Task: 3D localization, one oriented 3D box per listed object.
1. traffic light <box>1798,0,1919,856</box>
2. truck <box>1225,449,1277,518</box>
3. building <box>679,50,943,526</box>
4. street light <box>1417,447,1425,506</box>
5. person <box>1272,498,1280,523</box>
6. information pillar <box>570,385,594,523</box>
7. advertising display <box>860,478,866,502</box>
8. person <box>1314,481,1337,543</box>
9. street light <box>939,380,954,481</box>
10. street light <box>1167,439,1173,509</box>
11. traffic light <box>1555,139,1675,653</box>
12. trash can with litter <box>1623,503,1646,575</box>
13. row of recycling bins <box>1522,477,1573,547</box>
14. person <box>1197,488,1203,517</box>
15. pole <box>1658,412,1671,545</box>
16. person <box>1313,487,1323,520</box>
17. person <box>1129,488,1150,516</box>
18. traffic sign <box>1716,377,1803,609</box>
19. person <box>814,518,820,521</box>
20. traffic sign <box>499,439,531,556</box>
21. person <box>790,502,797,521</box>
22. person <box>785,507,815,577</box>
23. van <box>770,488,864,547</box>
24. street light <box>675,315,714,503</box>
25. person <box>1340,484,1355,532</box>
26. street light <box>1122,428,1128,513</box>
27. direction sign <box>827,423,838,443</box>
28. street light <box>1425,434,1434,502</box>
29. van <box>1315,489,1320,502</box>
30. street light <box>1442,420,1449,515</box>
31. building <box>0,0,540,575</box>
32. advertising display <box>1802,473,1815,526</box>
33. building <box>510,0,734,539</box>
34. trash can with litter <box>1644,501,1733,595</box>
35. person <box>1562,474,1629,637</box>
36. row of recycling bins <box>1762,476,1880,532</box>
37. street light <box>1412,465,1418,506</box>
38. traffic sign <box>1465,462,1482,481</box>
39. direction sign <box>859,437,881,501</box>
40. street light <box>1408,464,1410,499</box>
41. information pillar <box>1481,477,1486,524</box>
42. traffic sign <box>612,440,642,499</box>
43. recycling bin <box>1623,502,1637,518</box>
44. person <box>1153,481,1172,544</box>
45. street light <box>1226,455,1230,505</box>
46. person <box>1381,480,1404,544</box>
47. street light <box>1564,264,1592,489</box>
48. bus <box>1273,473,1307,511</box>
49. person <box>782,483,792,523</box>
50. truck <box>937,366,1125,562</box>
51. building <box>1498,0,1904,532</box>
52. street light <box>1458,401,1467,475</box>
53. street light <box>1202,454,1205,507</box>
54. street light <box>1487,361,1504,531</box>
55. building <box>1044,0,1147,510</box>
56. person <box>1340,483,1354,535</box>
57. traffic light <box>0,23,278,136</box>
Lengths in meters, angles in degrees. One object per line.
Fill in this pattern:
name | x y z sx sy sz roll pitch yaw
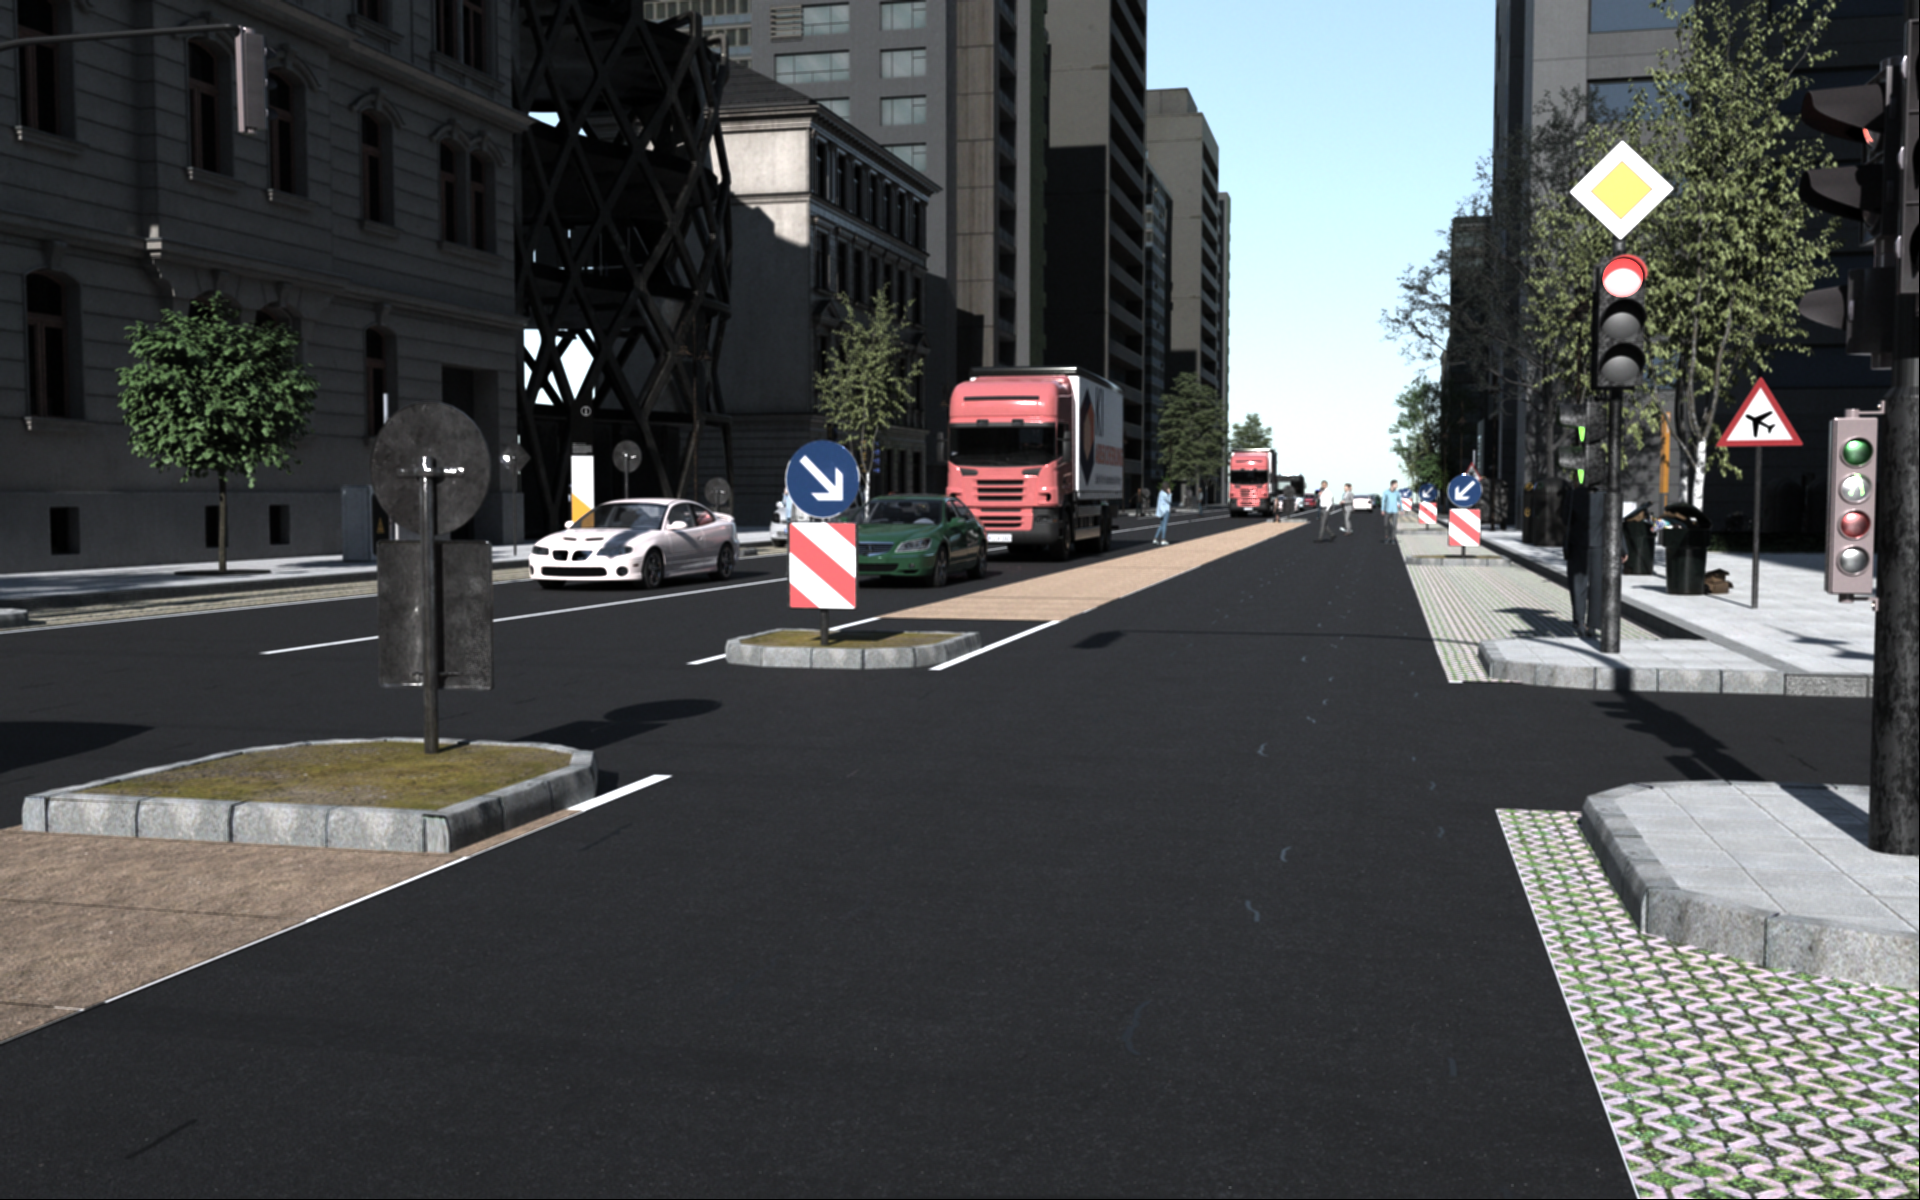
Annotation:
traffic light | 1.308 -1.947 6.504 4.771 5.953 1.251 1 4 14
truck | 18.479 -7.356 109.182 2.839 4.237 11.283 1 4 13
building | -8.239 -13.021 77.526 10.561 19.102 19.286 1 4 14
street light | 42.792 -11.452 160.034 0.468 5.910 1.993 1 4 14
person | 15.792 -4.488 86.552 0.373 1.253 0.362 2 4 31
information pillar | -8.134 -2.815 37.387 0.504 3.616 0.183 -1 4 -15
advertising display | -4.103 -4.021 70.952 0.974 1.923 0.123 -3 4 -37
person | 10.822 -2.616 51.378 0.850 1.850 0.679 -1 4 -21
street light | -0.475 -5.976 70.495 0.468 5.910 1.993 1 4 14
street light | 17.606 -10.531 144.973 0.468 5.910 1.993 1 4 14
traffic light | 5.246 -1.528 13.912 0.839 4.253 0.868 1 4 14
trash can with litter | 10.553 -0.991 27.589 1.055 1.170 0.624 2 4 24
row of recycling bins | 14.881 -2.242 43.765 1.069 1.692 3.534 1 4 12
person | 15.334 -6.241 110.622 0.705 1.814 1.350 0 3 0
pole | 17.583 -3.021 43.233 0.158 3.312 0.155 0 3 0
person | 20.246 -5.404 96.945 0.705 1.814 1.350 -3 5 -39
person | 11.587 -6.325 111.931 1.348 1.821 0.705 0 4 -5
traffic sign | 8.907 -1.183 19.342 0.884 2.594 0.081 1 4 22
person | -2.975 -1.635 35.802 0.524 1.755 0.480 3 4 36
traffic sign | -9.274 -2.132 36.051 0.795 2.450 0.064 1 4 22
person | -3.114 -1.576 34.395 0.709 1.813 0.853 2 4 26
person | -2.563 -1.178 28.112 0.624 1.780 0.694 -1 4 -17
van | -3.876 -2.470 47.400 2.013 2.044 4.112 1 4 13
street light | -6.849 -4.406 44.833 0.468 5.910 1.993 1 4 14
person | 14.833 -3.544 66.456 0.620 1.820 0.660 3 4 38
street light | 11.243 -8.941 118.977 0.468 5.910 1.993 1 4 14
direction sign | -4.081 -3.876 55.369 0.379 3.537 0.876 1 4 17
street light | 36.463 -9.870 134.155 0.468 5.910 1.993 1 4 14
van | 45.716 -13.087 218.360 2.240 2.365 5.245 1 4 16
street light | 30.304 -8.285 108.239 0.468 5.910 1.993 1 4 14
building | -19.837 -15.099 34.253 14.401 28.519 23.554 1 4 14
advertising display | 25.599 -2.881 52.312 0.123 1.923 0.974 3 5 40
building | -16.091 -11.448 54.635 16.820 18.784 16.811 1 4 14
trash can with litter | 9.439 -0.666 22.277 1.055 1.170 0.624 -2 4 -34
person | 6.107 -0.478 16.729 0.576 1.772 0.534 0 4 -5
row of recycling bins | 20.634 -2.030 40.302 3.534 1.692 1.069 1 4 15
street light | 49.977 -13.239 189.240 0.468 5.910 1.993 1 4 14
traffic sign | 20.882 -4.326 70.732 0.884 2.594 0.081 1 4 14
direction sign | -3.597 -4.722 69.196 0.876 3.537 0.379 -1 4 -20
street light | 56.300 -14.847 215.530 0.468 5.910 1.993 1 4 14
information pillar | 22.180 -4.241 73.829 0.304 2.012 0.304 -3 5 -44
traffic sign | -7.880 -2.498 40.944 0.768 2.556 0.104 1 4 18
recycling bin | 21.488 -2.677 56.323 0.722 1.027 0.722 -1 4 -8
person | 5.776 -2.482 49.353 0.793 1.790 0.793 3 5 44
street light | 30.898 -13.884 199.784 0.468 5.910 1.993 1 4 14
person | 12.534 -2.559 50.206 0.638 1.841 0.748 1 4 16
street light | 12.291 -3.771 34.449 0.468 5.910 1.993 1 4 14
bus | 27.983 -9.318 147.215 2.948 3.499 13.247 1 4 12
person | -4.155 -2.134 43.649 0.793 1.790 0.793 0 4 8
truck | 1.887 -3.141 40.268 2.839 4.237 11.283 1 4 12
building | 32.948 -32.239 69.105 21.231 58.520 28.212 1 4 14
street light | 24.835 -6.914 85.824 0.468 5.910 1.993 1 4 14
street light | 24.521 -12.314 174.113 0.468 5.910 1.993 1 4 14
street light | 18.550 -5.343 60.139 0.468 5.910 1.993 1 4 14
building | 3.270 -31.733 142.537 21.300 48.544 21.600 1 4 14
person | 13.402 -3.153 60.246 0.583 1.804 0.606 -1 4 -21
traffic light | -9.140 -2.614 17.411 4.771 5.953 1.251 1 4 14
